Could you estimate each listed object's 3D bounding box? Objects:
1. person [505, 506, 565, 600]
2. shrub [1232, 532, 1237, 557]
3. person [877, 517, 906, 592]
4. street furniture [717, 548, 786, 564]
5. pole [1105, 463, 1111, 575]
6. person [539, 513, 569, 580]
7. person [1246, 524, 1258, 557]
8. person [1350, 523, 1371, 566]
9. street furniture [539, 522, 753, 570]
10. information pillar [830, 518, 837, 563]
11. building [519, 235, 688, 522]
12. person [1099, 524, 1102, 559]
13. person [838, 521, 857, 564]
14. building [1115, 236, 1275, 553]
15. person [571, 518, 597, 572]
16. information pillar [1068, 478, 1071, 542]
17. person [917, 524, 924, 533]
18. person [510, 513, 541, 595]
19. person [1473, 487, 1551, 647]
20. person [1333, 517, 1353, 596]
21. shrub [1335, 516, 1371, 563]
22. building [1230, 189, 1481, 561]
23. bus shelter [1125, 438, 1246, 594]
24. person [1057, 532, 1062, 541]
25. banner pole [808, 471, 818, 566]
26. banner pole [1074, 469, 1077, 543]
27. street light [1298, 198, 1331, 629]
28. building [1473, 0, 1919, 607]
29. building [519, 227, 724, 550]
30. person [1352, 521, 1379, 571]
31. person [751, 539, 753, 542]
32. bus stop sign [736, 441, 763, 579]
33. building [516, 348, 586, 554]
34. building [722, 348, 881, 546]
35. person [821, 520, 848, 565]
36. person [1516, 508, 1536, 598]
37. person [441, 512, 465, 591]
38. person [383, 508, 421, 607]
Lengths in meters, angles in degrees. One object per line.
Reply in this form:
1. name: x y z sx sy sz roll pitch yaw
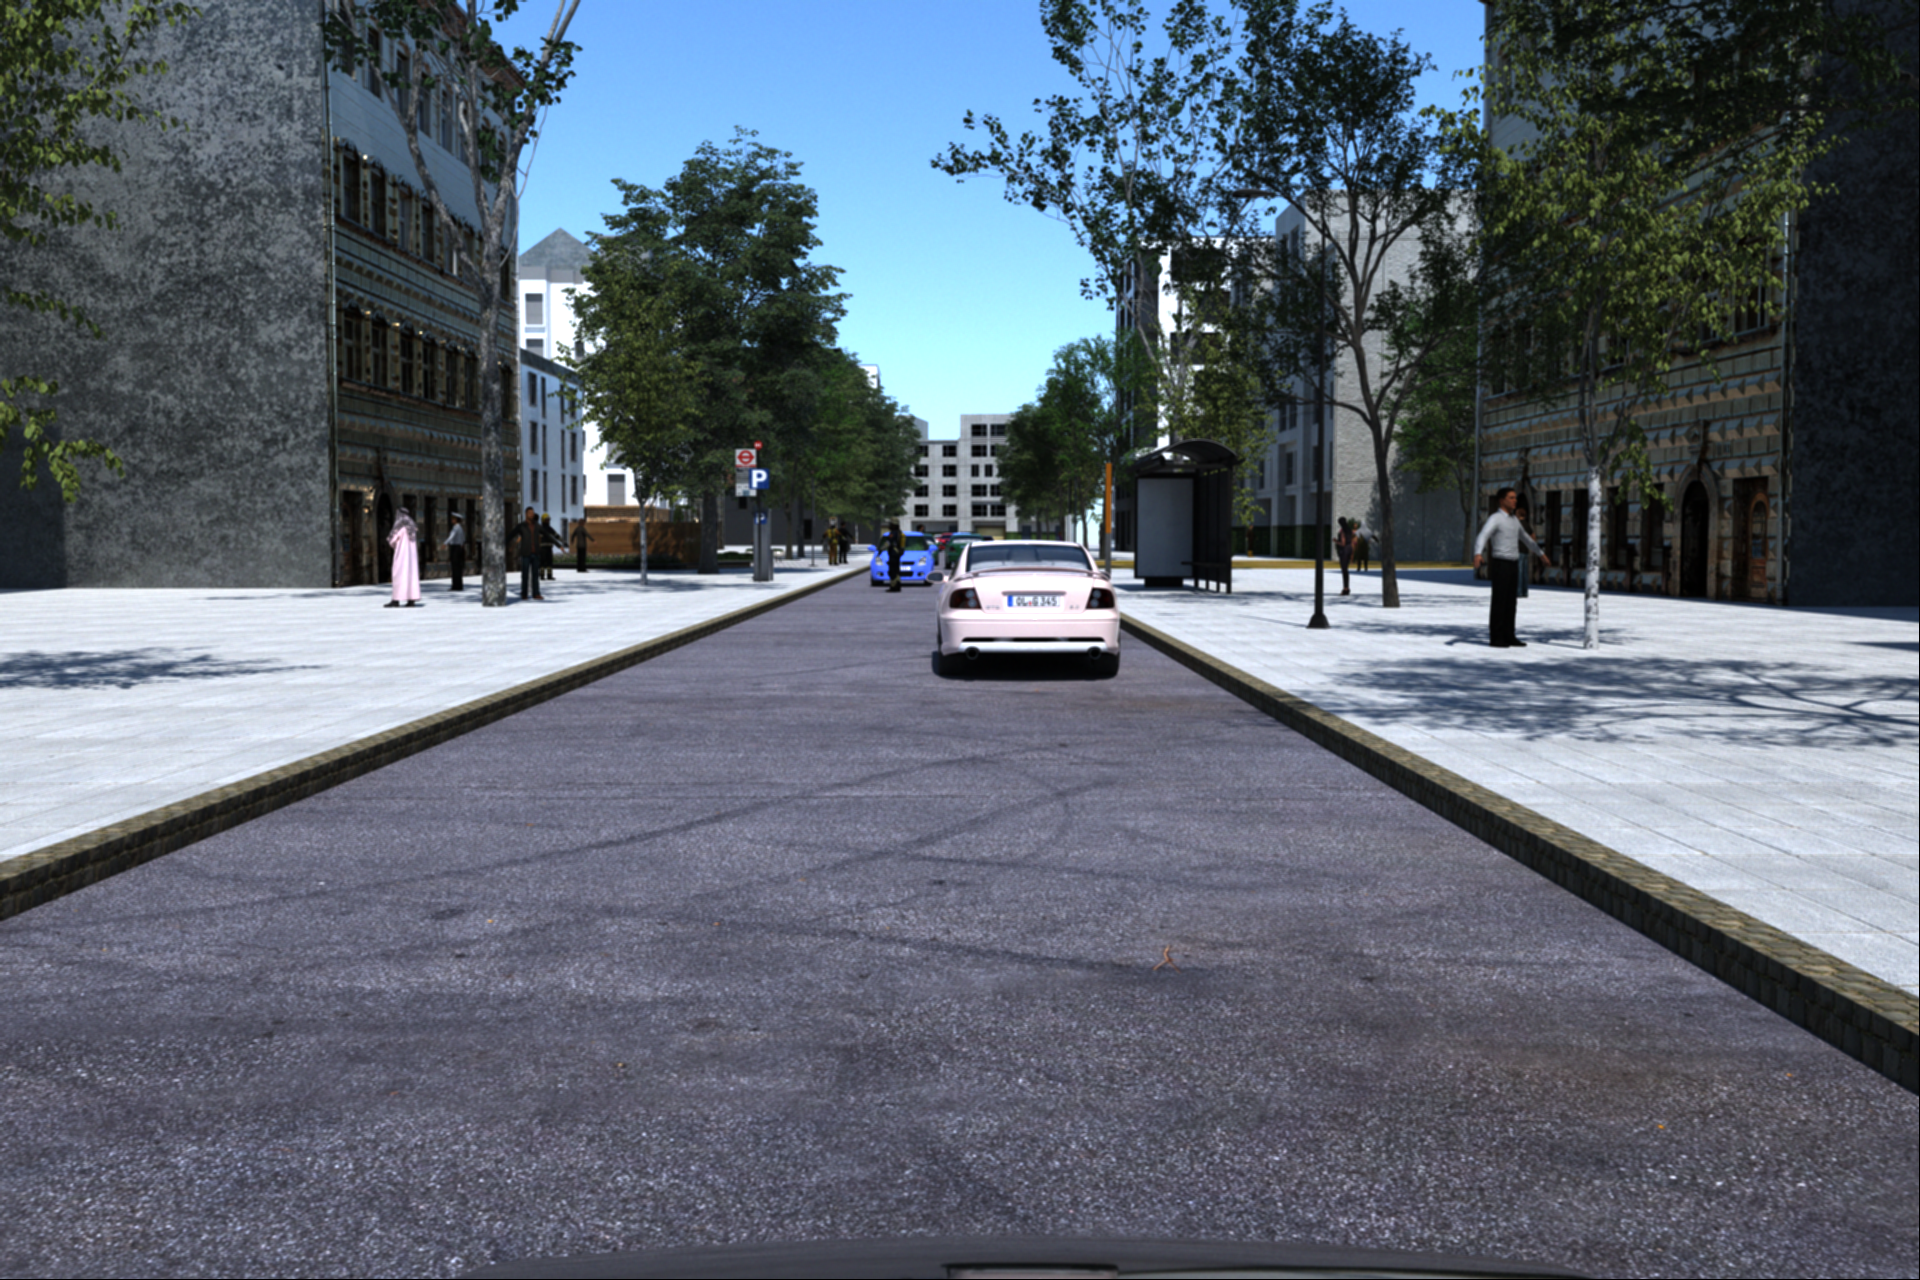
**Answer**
1. person: -8.406 -1.704 33.924 1.348 1.821 0.705 -3 4 -36
2. shrub: 11.806 -4.547 78.761 1.690 2.028 1.600 0 3 0
3. person: -1.640 -2.109 42.716 0.705 1.856 1.354 2 4 24
4. street furniture: -12.750 -3.816 78.013 10.072 0.657 5.734 1 4 22
5. pole: 4.272 -3.428 49.896 0.158 3.312 0.155 0 3 0
6. person: -11.483 -2.589 48.091 0.704 1.858 1.351 3 5 42
7. person: 16.091 -5.480 95.731 0.704 1.812 1.346 3 4 37
8. person: 16.116 -3.901 70.582 1.217 1.733 0.721 0 4 2
9. street furniture: -13.180 -3.598 65.682 9.812 1.723 11.010 1 4 23
10. information pillar: -5.698 -4.497 78.010 0.304 2.012 0.304 0 4 0
11. building: -24.517 -15.574 111.052 16.016 20.090 11.380 0 3 0
12. person: 7.446 -5.170 90.658 0.705 1.813 1.348 1 4 13
13. person: -5.053 -4.222 74.967 1.347 1.837 0.705 2 4 31
14. building: 25.832 -17.821 135.354 27.936 21.610 32.646 0 4 0
15. person: -12.646 -3.169 57.986 1.348 1.807 0.705 3 5 40
16. information pillar: 4.600 -4.974 72.674 0.183 3.616 0.504 0 4 -1
17. person: -1.491 -3.549 66.669 0.705 1.806 1.347 0 4 -1
18. person: -9.171 -1.826 36.631 0.721 1.739 1.217 1 4 14
19. person: 6.226 -0.828 19.702 1.344 1.810 0.704 -3 4 -37
20. person: 7.988 -1.752 36.165 0.415 1.643 0.593 0 4 -3
21. shrub: 17.661 -4.516 77.877 1.661 2.075 1.752 0 3 0
22. building: 26.025 -14.133 97.526 16.747 18.905 31.486 0 4 0
23. bus shelter: 5.012 -2.776 39.315 2.014 3.302 5.546 0 4 0
24. person: 5.903 -5.601 100.847 0.599 1.433 0.991 0 4 8
25. banner pole: -5.873 -4.853 69.356 0.401 3.779 0.863 0 4 1
26. banner pole: 4.436 -4.671 66.387 0.401 3.779 0.863 0 4 -1
27. street light: 5.428 -3.111 23.407 1.470 5.913 1.316 0 4 0
28. building: 23.737 -12.722 38.941 19.493 23.208 18.063 0 4 0
29. building: -28.718 -18.515 133.640 19.493 23.208 18.063 0 4 -1
30. person: 13.932 -3.256 60.004 1.217 1.736 0.721 0 4 -1
31. person: -9.931 -4.787 84.532 0.705 1.796 1.348 -1 4 -19
32. bus stop sign: -5.984 -3.725 49.599 0.855 3.939 0.416 0 4 -1
33. building: -24.371 -9.157 91.860 9.099 9.664 28.070 0 4 0
34. building: -23.866 -22.179 206.608 27.936 21.610 32.646 0 4 -1
35. person: -5.190 -3.996 71.104 1.354 1.858 0.705 2 4 31
36. person: 11.290 -1.758 34.960 1.348 1.803 0.705 -3 5 -41
37. person: -11.485 -2.004 39.225 0.721 1.778 1.216 0 4 3
38. person: -9.780 -1.451 30.438 0.621 1.740 0.551 0 4 7
